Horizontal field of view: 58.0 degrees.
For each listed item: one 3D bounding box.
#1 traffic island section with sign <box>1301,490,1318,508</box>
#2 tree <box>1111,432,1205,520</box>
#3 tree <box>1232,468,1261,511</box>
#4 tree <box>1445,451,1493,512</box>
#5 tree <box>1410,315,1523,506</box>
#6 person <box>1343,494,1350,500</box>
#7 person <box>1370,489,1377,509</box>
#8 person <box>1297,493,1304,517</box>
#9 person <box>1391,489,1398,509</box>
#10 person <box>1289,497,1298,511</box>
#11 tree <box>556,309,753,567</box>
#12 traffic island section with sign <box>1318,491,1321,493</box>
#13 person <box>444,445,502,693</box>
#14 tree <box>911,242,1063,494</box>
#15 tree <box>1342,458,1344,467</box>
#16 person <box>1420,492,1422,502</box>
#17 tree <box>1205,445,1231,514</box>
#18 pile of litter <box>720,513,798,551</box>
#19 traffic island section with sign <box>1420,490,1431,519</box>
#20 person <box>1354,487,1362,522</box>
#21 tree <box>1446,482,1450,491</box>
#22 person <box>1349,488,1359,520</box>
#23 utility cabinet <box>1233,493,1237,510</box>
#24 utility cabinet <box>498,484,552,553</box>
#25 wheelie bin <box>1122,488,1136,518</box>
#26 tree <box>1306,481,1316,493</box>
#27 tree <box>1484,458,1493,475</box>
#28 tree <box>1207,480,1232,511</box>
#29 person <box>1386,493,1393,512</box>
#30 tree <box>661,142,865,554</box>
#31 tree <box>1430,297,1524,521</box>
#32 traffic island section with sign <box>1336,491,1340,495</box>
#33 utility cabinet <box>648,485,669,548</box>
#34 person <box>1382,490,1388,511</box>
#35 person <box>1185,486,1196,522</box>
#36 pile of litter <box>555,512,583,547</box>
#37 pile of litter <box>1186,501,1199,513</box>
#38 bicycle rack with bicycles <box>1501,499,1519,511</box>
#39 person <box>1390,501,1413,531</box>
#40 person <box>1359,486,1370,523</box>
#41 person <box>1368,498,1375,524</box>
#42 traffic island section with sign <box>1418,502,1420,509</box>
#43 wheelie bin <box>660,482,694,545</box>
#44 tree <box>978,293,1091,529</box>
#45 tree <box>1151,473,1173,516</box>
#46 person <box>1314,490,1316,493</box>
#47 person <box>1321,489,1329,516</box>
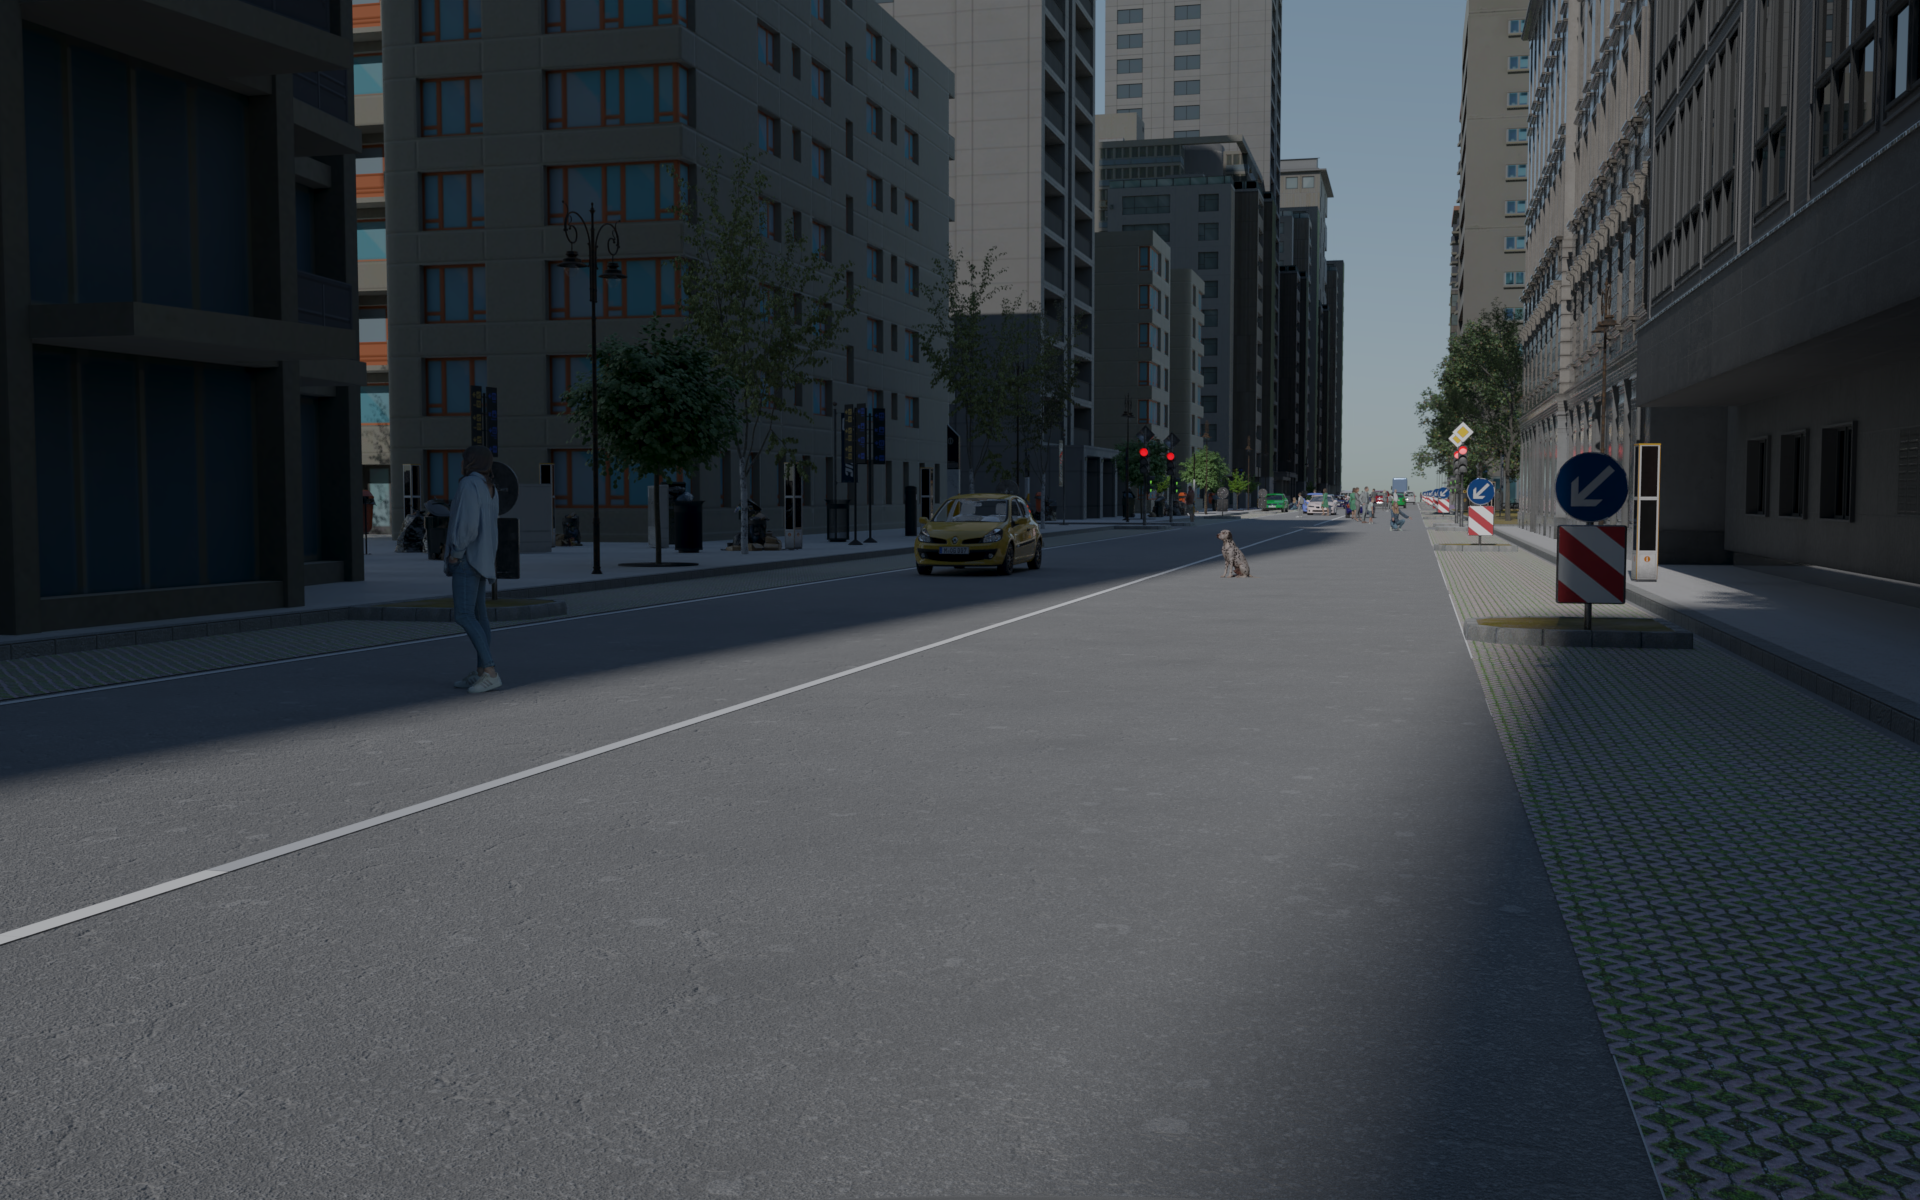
[{"bbox_3d":[34.909,-10.192,175.265,1.989,1.847,2.006,1,4,15],"label":"traffic island section with sign"},{"bbox_3d":[9.294,-6.374,87.927,4.285,4.588,4.351,0,3,0],"label":"tree"},{"bbox_3d":[23.951,-9.147,144.159,1.663,3.219,1.824,0,3,0],"label":"tree"},{"bbox_3d":[37.452,-8.800,127.593,4.285,4.588,4.351,0,3,0],"label":"tree"},{"bbox_3d":[33.480,-11.871,111.097,9.611,12.733,9.660,0,3,0],"label":"tree"},{"bbox_3d":[34.338,-8.671,153.455,0.628,1.438,0.799,2,4,26],"label":"person"},{"bbox_3d":[30.981,-7.451,130.123,0.655,1.846,0.447,-2,4,-34],"label":"person"},{"bbox_3d":[20.879,-5.828,106.387,0.523,1.515,0.503,1,4,10],"label":"person"},{"bbox_3d":[36.420,-8.361,145.084,0.818,1.842,0.514,0,4,-2],"label":"person"},{"bbox_3d":[28.401,-8.137,147.031,0.738,1.151,1.012,-2,4,-30],"label":"person"},{"bbox_3d":[-5.463,-2.896,31.065,4.285,4.588,4.351,0,3,0],"label":"tree"},{"bbox_3d":[41.771,-11.792,201.430,1.989,1.847,2.006,1,4,15],"label":"traffic island section with sign"},{"bbox_3d":[-3.557,-0.243,12.744,0.793,1.790,0.793,-2,4,-33],"label":"person"},{"bbox_3d":[0.567,-6.164,51.150,4.737,8.622,4.395,0,3,0],"label":"tree"},{"bbox_3d":[65.577,-21.724,305.542,4.360,8.622,3.978,0,3,0],"label":"tree"},{"bbox_3d":[75.687,-16.814,284.084,0.721,1.739,1.217,-1,4,-9],"label":"person"},{"bbox_3d":[16.023,-7.883,112.598,4.285,4.588,4.351,0,3,0],"label":"tree"},{"bbox_3d":[-4.557,-1.557,39.425,1.719,0.858,1.176,0,4,6],"label":"pile of litter"},{"bbox_3d":[27.136,-5.443,97.626,1.989,1.847,2.006,1,4,15],"label":"traffic island section with sign"},{"bbox_3d":[20.769,-4.970,90.034,0.573,1.790,0.520,0,4,-4],"label":"person"},{"bbox_3d":[64.765,-14.296,228.347,1.663,3.219,1.824,0,3,0],"label":"tree"},{"bbox_3d":[22.100,-5.406,97.141,0.600,1.795,0.529,1,4,10],"label":"person"},{"bbox_3d":[22.226,-8.031,139.989,0.318,1.500,1.173,1,4,9],"label":"utility cabinet"},{"bbox_3d":[-9.459,-1.761,37.464,1.173,1.500,0.318,-3,4,-37],"label":"utility cabinet"},{"bbox_3d":[9.180,-5.289,94.378,0.693,1.594,0.980,-1,4,-12],"label":"wheelie bin"},{"bbox_3d":[45.939,-14.188,226.566,1.663,3.219,1.824,0,3,0],"label":"tree"},{"bbox_3d":[41.142,-11.507,138.494,4.360,8.622,3.978,0,3,0],"label":"tree"},{"bbox_3d":[19.625,-8.535,134.147,1.663,3.219,1.824,0,3,0],"label":"tree"},{"bbox_3d":[35.304,-8.023,142.270,0.503,1.515,0.523,-3,5,-39],"label":"person"},{"bbox_3d":[-4.436,-5.268,36.486,4.737,8.622,4.395,0,3,0],"label":"tree"},{"bbox_3d":[25.903,-9.061,82.563,7.601,10.594,8.767,-1,4,-14],"label":"tree"},{"bbox_3d":[55.596,-15.021,254.225,1.989,1.847,2.006,1,4,15],"label":"traffic island section with sign"},{"bbox_3d":[-7.210,-1.996,41.314,0.318,1.500,1.173,-1,4,-20],"label":"utility cabinet"},{"bbox_3d":[35.431,-8.292,144.262,0.526,1.800,0.537,1,4,10],"label":"person"},{"bbox_3d":[10.798,-4.444,81.139,0.573,1.828,0.580,-1,4,-10],"label":"person"},{"bbox_3d":[-9.881,-1.768,42.866,1.176,0.858,1.719,0,4,1],"label":"pile of litter"},{"bbox_3d":[15.723,-6.464,119.652,1.176,0.858,1.719,-3,4,-38],"label":"pile of litter"},{"bbox_3d":[41.359,-7.047,128.600,2.852,0.926,2.925,-3,5,-42],"label":"bicycle rack with bicycles"},{"bbox_3d":[17.118,-3.268,67.435,1.012,1.151,0.738,-1,4,-14],"label":"person"},{"bbox_3d":[19.975,-4.698,85.407,0.391,1.810,0.635,3,5,44],"label":"person"},{"bbox_3d":[19.783,-4.291,83.337,0.352,1.250,0.332,2,4,27],"label":"person"},{"bbox_3d":[33.969,-7.038,123.704,1.989,1.847,2.006,1,4,15],"label":"traffic island section with sign"},{"bbox_3d":[-7.263,-2.213,44.096,0.980,1.594,0.693,-1,4,-18],"label":"wheelie bin"},{"bbox_3d":[2.919,-6.937,63.783,4.360,8.622,3.978,0,3,0],"label":"tree"},{"bbox_3d":[11.463,-6.448,100.028,1.663,3.219,1.824,0,3,0],"label":"tree"},{"bbox_3d":[29.589,-8.318,144.692,0.606,1.804,0.583,-1,4,-20],"label":"person"},{"bbox_3d":[24.147,-6.467,114.485,0.529,1.795,0.600,2,4,25],"label":"person"}]
